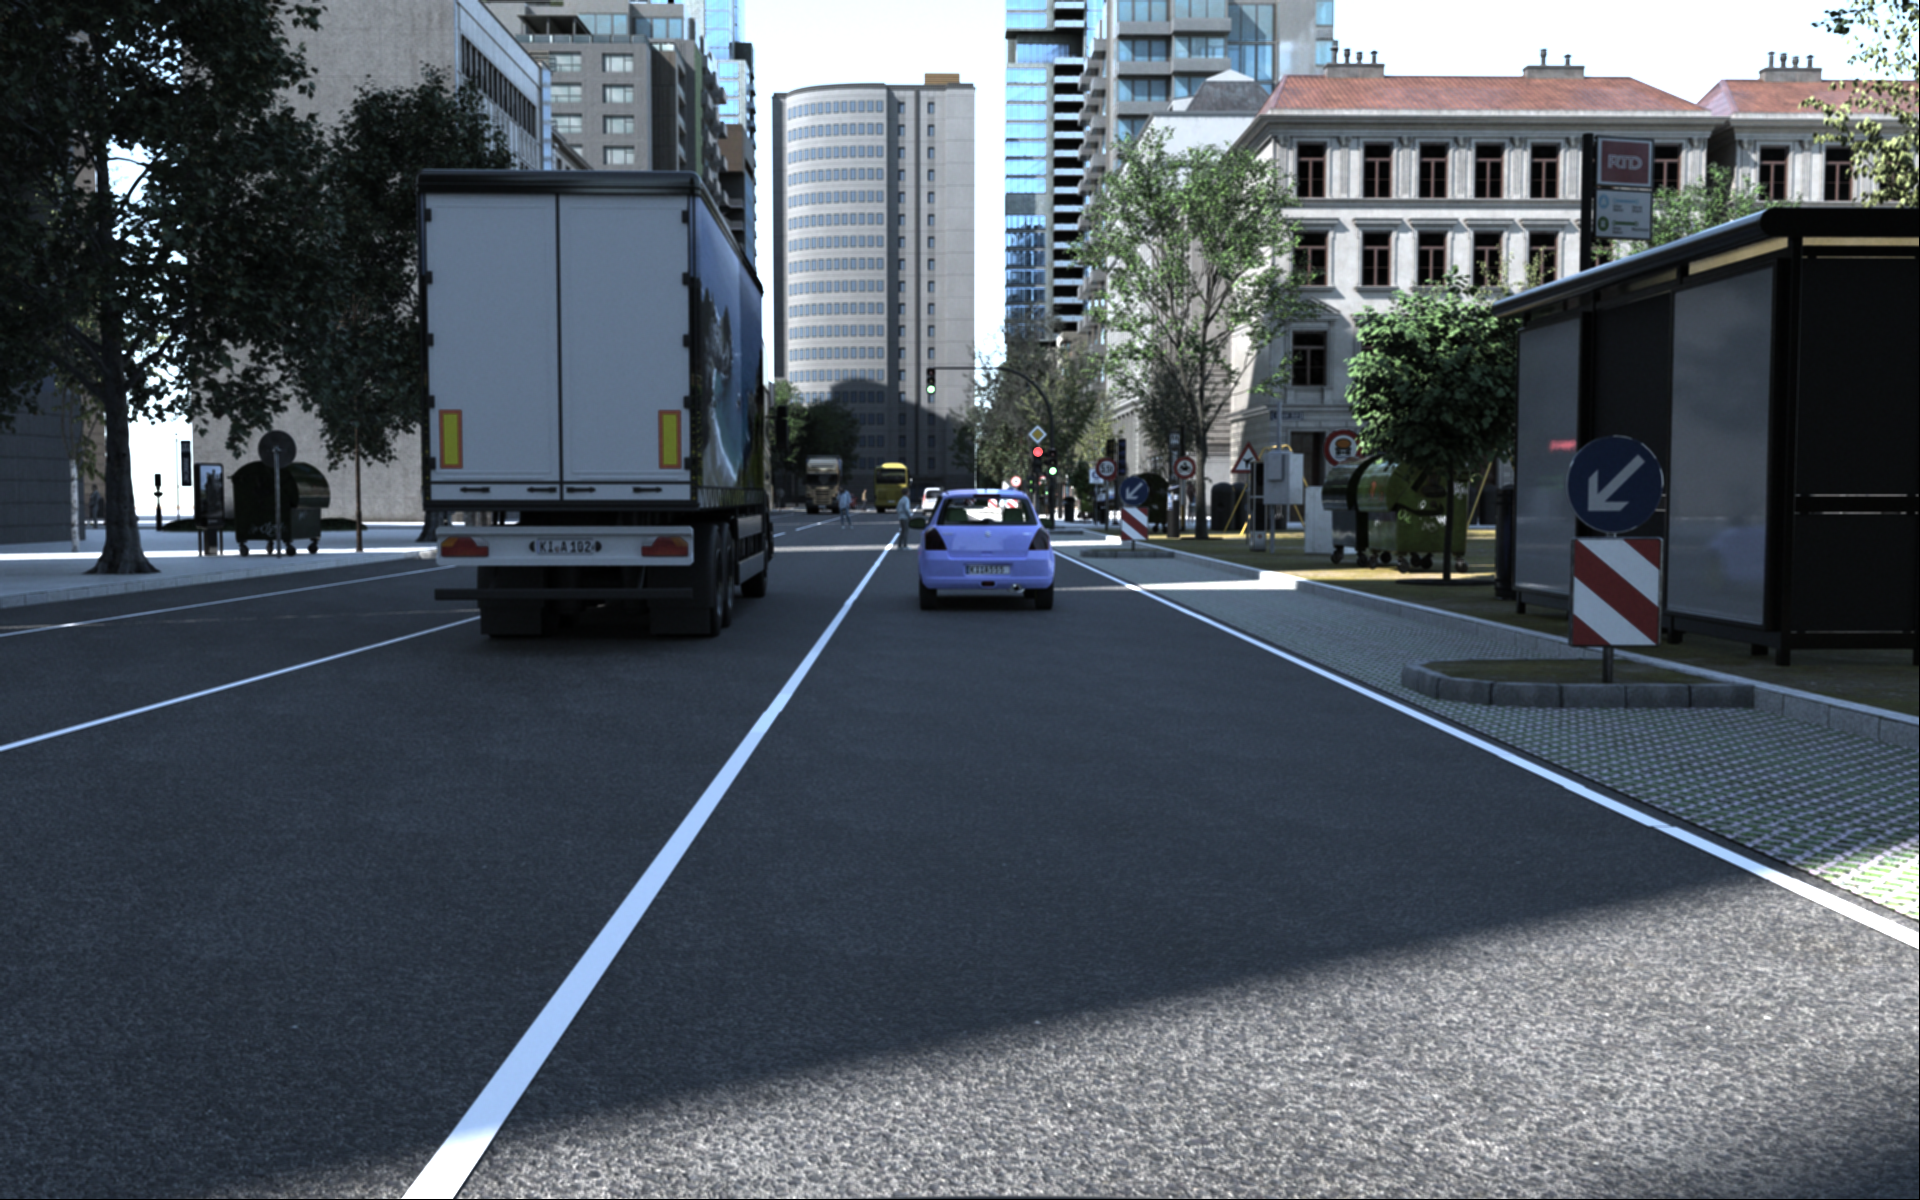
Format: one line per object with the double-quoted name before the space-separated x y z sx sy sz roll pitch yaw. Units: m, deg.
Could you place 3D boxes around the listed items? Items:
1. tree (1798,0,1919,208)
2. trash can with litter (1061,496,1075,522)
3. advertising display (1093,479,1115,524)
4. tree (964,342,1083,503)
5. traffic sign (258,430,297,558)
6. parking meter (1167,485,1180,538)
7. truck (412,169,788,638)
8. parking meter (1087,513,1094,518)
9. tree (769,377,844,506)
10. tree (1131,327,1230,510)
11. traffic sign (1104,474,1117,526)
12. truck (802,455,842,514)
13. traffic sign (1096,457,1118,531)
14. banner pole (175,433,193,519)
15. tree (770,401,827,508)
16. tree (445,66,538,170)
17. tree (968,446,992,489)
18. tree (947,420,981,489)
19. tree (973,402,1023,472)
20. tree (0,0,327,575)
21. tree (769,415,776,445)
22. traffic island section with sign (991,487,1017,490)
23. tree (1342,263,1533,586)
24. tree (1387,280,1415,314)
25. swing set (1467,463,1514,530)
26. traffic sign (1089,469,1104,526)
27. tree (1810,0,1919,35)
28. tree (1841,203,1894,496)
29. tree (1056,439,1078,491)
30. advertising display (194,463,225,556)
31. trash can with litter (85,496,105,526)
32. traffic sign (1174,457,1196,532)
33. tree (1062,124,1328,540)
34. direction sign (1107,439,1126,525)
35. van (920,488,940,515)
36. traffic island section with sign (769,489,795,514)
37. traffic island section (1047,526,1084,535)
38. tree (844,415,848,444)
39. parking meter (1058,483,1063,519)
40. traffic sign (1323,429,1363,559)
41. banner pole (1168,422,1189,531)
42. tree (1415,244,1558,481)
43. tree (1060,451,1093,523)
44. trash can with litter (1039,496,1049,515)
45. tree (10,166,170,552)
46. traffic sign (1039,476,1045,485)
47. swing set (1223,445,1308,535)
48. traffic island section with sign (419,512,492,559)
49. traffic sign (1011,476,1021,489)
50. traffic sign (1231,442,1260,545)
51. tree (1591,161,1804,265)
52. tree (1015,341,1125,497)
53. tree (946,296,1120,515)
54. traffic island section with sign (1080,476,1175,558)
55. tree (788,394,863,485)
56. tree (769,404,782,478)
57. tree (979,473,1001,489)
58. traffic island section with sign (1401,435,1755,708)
"tree" 12.374 -4.310 20.835 4.737 8.622 4.395 0 3 0
"trash can with litter" 4.999 -4.189 79.870 0.624 1.170 1.055 0 4 5
"advertising display" 6.148 -4.194 73.793 0.974 1.923 0.123 -1 4 -11
"tree" 5.070 -12.974 129.137 9.611 12.733 9.660 0 3 0
"traffic sign" -13.630 -2.109 34.588 0.768 2.556 0.104 0 4 0
"parking meter" 6.248 -2.585 50.679 0.372 1.533 0.369 0 3 0
"truck" -3.718 -1.939 20.618 2.839 4.237 11.283 0 4 -2
"parking meter" 6.867 -5.226 91.156 0.255 1.863 0.399 2 4 33
"tree" -16.107 -13.399 144.826 9.928 11.665 9.643 0 3 0
"tree" 9.461 -7.658 75.566 4.360 8.622 3.978 0 3 0
"traffic sign" 6.014 -4.305 70.497 0.768 2.556 0.104 0 4 0
"truck" -10.023 -8.499 127.876 2.839 4.237 11.283 0 4 -3
"traffic sign" 5.096 -3.674 60.170 0.768 2.556 0.104 0 4 7
"banner pole" -31.733 -4.935 70.712 0.863 3.779 0.401 0 4 7
"tree" -17.164 -15.010 179.817 8.767 10.594 7.601 2 4 26
"tree" -14.184 -7.917 46.450 9.611 12.733 9.660 0 3 0
"tree" 3.059 -14.399 185.780 4.737 8.622 4.395 0 3 0
"tree" 2.319 -18.134 222.240 9.928 11.665 9.643 0 3 0
"tree" 4.402 -13.332 152.392 8.767 10.594 7.601 3 5 44
"tree" -13.708 -6.771 27.713 9.611 12.733 9.660 0 3 0
"tree" -16.298 -11.337 135.715 4.737 8.622 4.395 0 3 0
"traffic island section with sign" 2.675 -5.273 94.843 1.989 1.847 2.006 0 4 -1
"tree" 6.953 -2.507 24.711 4.285 4.588 4.351 0 3 0
"tree" 16.422 -6.665 59.338 4.737 8.622 4.395 0 3 0
"swing set" 15.551 -2.967 46.136 2.862 2.851 3.119 -2 4 -28
"traffic sign" 5.533 -4.169 70.284 0.606 2.300 0.079 0 4 1
"tree" 20.067 -10.780 32.142 12.611 20.169 13.585 0 3 0
"tree" 21.903 -5.679 43.221 4.360 8.622 3.978 0 3 0
"tree" 7.988 -11.671 141.178 4.360 8.622 3.978 0 3 0
"advertising display" -15.689 -1.896 36.219 0.123 1.923 0.974 0 4 5
"trash can with litter" -34.560 -3.622 70.270 2.233 1.210 1.678 -2 4 -35
"traffic sign" 7.644 -3.599 58.950 0.768 2.556 0.104 0 4 5
"tree" 6.758 -7.527 48.825 9.928 11.665 9.643 0 3 0
"direction sign" 6.440 -4.860 71.451 0.876 3.537 0.379 2 4 33
"van" -1.796 -6.927 120.270 2.013 2.044 4.112 0 4 -1
"traffic island section with sign" -12.688 -6.969 122.575 1.989 1.847 2.006 0 4 -1
"traffic island section" 3.314 -2.446 62.266 2.009 0.180 2.903 0 4 -1
"tree" -16.625 -16.303 192.313 9.928 11.665 9.643 0 3 0
"parking meter" 5.204 -5.149 89.893 0.255 1.863 0.399 0 4 4
"traffic sign" 7.510 -2.075 34.025 0.768 2.556 0.104 0 4 6
"banner pole" 7.577 -4.287 60.117 0.863 3.779 0.401 -2 4 -26
"tree" 16.802 -6.164 51.147 4.737 8.622 4.395 0 3 0
"tree" 5.543 -5.074 77.565 1.663 3.219 1.824 0 3 0
"trash can with litter" 5.154 -5.923 108.232 0.624 1.170 1.055 2 4 32
"tree" -19.313 -5.366 38.104 4.737 8.622 4.395 0 3 0
"traffic sign" 5.814 -7.370 120.601 0.768 2.556 0.104 0 4 0
"swing set" 10.259 -3.580 56.150 2.862 2.851 3.119 0 4 -3
"traffic island section with sign" -11.060 -1.885 39.449 1.989 1.847 2.006 0 4 -1
"traffic sign" 3.947 -7.447 121.864 0.768 2.556 0.104 0 4 2
"traffic sign" 7.228 -2.658 43.462 0.884 2.594 0.081 0 4 5
"tree" 24.345 -7.933 55.462 9.928 11.665 9.643 0 3 0
"tree" 5.060 -8.133 83.337 4.737 8.622 4.395 0 3 0
"tree" 4.669 -11.999 106.557 12.009 13.543 11.850 0 3 0
"traffic island section with sign" 3.763 -1.882 39.406 1.989 1.847 2.006 0 4 -1
"tree" -17.111 -19.202 220.611 9.857 13.997 8.962 0 3 0
"tree" -16.113 -11.943 112.274 9.611 12.733 9.660 0 3 0
"tree" 3.844 -13.313 201.385 4.285 4.588 4.351 0 3 0
"traffic island section with sign" 4.293 -0.234 12.456 1.989 1.847 2.006 0 4 -1
